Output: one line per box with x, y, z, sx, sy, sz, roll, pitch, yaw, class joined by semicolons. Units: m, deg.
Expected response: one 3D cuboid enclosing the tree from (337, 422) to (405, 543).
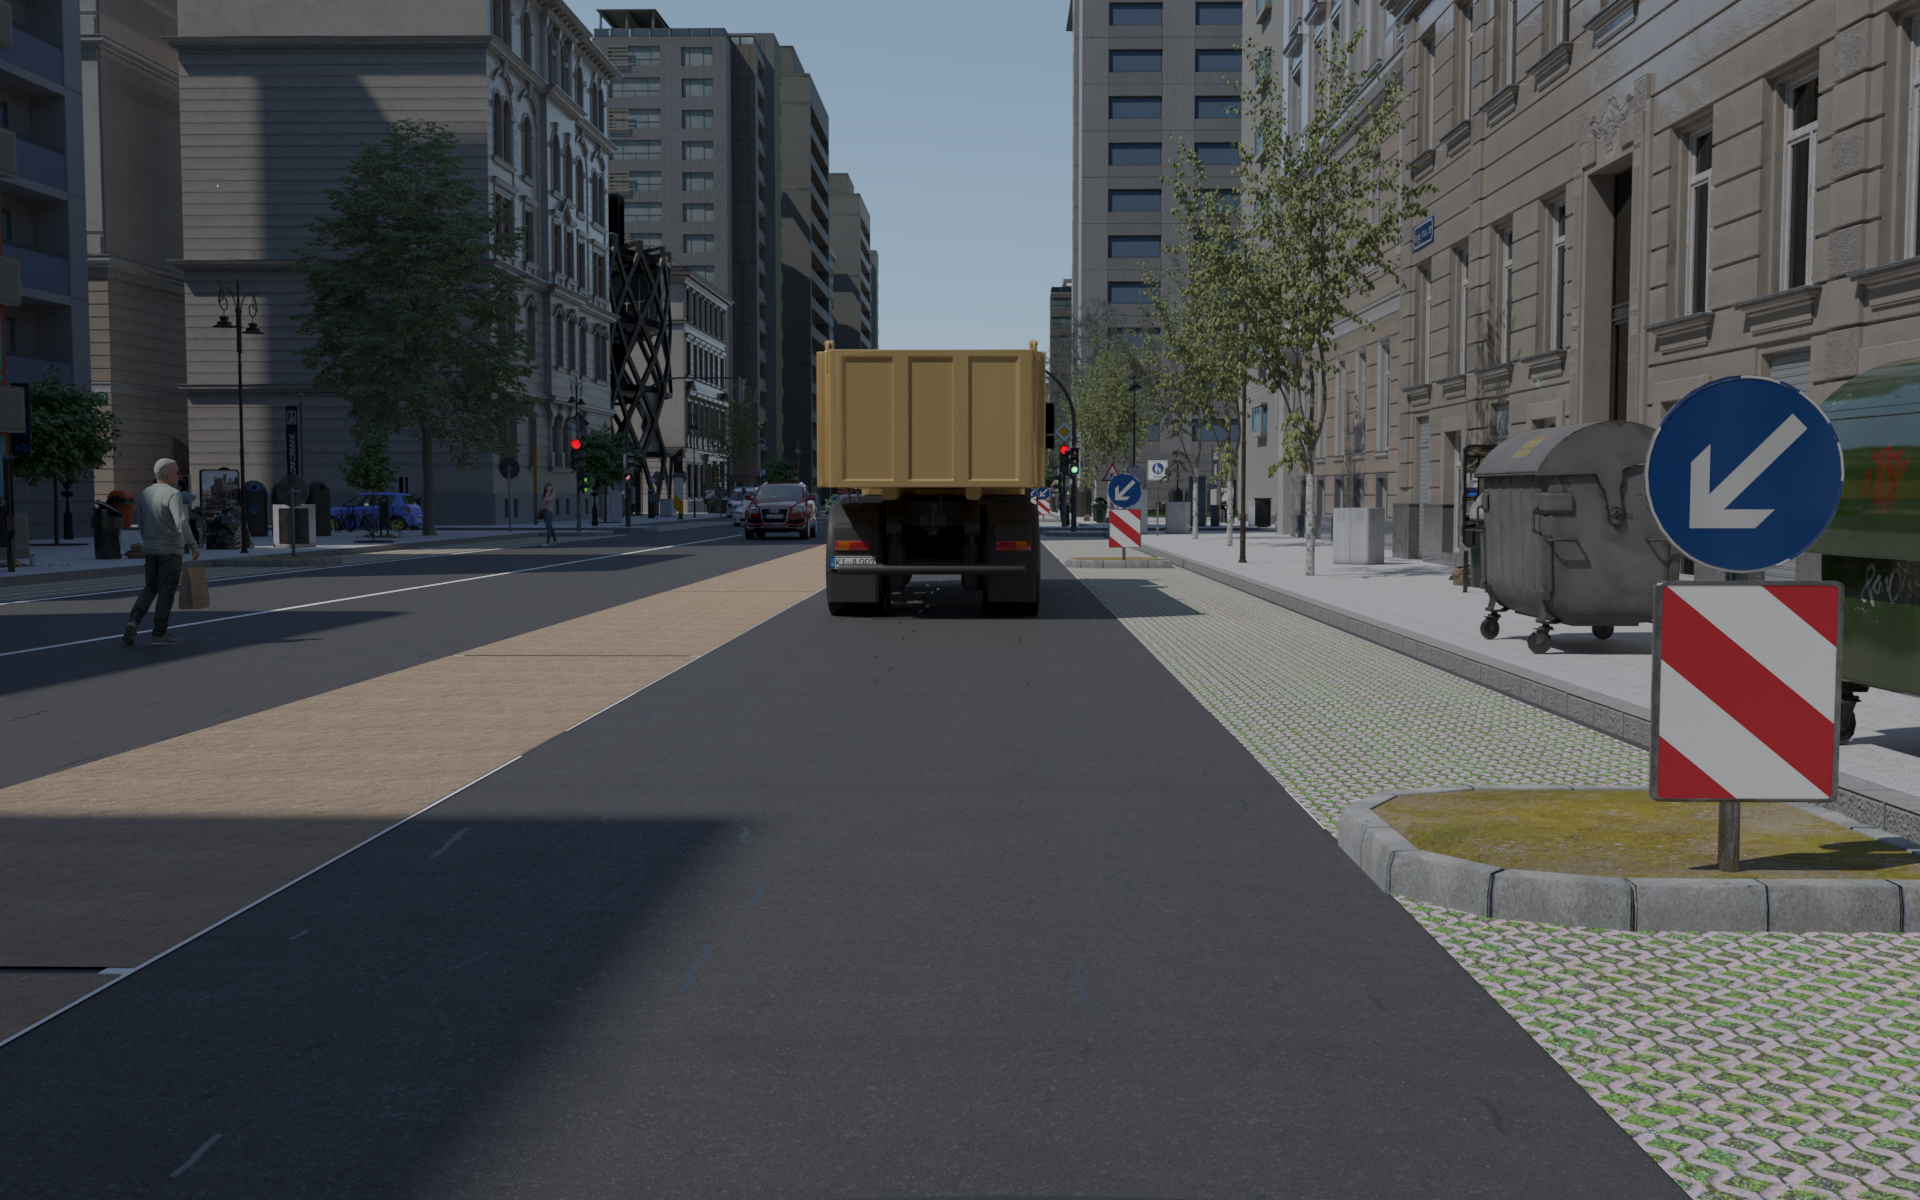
-15.466;-3.139;45.923;1.663;3.219;1.824;0;3;0;tree

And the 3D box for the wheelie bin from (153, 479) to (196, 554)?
-16.777;-1.771;36.864;0.980;1.594;0.693;-1;4;-11;wheelie bin

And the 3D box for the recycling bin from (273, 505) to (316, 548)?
-15.995;-1.778;41.622;0.722;1.027;0.722;3;4;36;recycling bin

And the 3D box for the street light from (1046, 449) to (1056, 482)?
7.543;-10.314;141.423;0.468;5.910;1.993;0;4;1;street light

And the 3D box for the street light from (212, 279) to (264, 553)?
-15.538;-3.954;37.432;0.468;5.910;1.993;0;4;1;street light

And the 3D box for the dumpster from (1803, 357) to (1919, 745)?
4.974;-0.337;8.005;1.502;2.255;1.985;0;4;1;dumpster

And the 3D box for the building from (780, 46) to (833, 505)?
-26.083;-34.765;192.107;21.300;48.544;21.600;0;4;1;building

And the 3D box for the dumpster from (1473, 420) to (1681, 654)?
5.168;-0.535;14.507;1.264;1.857;1.865;0;4;1;dumpster

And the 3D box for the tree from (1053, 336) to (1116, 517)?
6.666;-7.810;78.053;4.737;8.622;4.395;0;3;0;tree

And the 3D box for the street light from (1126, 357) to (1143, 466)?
5.894;-5.248;58.598;0.468;5.910;1.993;0;4;1;street light

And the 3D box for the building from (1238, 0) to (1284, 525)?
23.775;-27.743;77.305;21.600;48.544;21.300;0;4;1;building

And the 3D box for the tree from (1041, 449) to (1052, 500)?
7.560;-8.773;93.794;4.737;8.622;4.395;0;3;0;tree

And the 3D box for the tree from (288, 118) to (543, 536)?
-16.855;-8.258;53.154;7.486;12.596;7.792;0;3;0;tree

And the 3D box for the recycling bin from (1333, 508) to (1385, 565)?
7.303;-1.172;31.710;0.722;1.027;0.722;3;4;38;recycling bin

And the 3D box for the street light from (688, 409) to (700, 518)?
-14.510;-7.448;94.562;0.468;5.910;1.993;0;4;1;street light

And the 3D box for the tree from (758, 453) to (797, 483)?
-14.639;-9.523;139.412;4.285;4.588;4.351;0;3;0;tree

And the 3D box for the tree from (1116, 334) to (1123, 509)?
6.396;-5.625;42.326;4.737;8.622;4.395;0;3;0;tree

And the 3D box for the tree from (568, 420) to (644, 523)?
-15.732;-5.694;76.815;4.285;4.588;4.351;0;3;0;tree

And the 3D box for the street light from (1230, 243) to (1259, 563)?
5.278;-3.632;32.166;0.468;5.910;1.993;0;4;1;street light

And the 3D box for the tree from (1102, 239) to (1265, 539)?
6.456;-6.033;49.004;4.360;8.622;3.978;0;3;0;tree

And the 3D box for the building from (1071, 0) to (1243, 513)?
18.738;-35.768;126.813;21.231;58.520;28.212;0;4;1;building

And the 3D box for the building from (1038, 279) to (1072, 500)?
29.081;-36.522;289.007;32.217;40.220;23.993;0;4;1;building

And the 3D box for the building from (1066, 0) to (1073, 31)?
25.157;-35.450;168.841;28.713;52.752;27.495;0;4;1;building

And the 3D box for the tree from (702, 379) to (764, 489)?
-14.479;-9.816;110.848;4.737;8.622;4.395;0;3;0;tree

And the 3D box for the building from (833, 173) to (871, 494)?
-24.998;-39.164;264.026;21.300;48.544;21.600;0;4;1;building

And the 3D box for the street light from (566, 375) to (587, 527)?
-14.937;-5.798;67.585;0.468;5.910;1.993;0;4;1;street light

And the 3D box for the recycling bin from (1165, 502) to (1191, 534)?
7.042;-2.654;55.947;0.722;1.027;0.722;1;4;15;recycling bin

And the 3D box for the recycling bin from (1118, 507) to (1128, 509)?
10.700;-6.076;111.901;0.722;1.027;0.722;-1;4;-21;recycling bin

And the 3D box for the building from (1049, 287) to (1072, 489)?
19.408;-28.703;241.002;14.160;30.474;14.107;0;4;1;building

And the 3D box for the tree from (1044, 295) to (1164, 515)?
8.010;-11.985;106.323;12.009;13.543;11.850;0;3;0;tree

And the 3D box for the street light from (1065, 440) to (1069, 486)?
6.972;-8.697;114.990;0.468;5.910;1.993;0;4;1;street light

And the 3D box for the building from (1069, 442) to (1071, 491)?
24.467;-54.126;197.629;22.319;86.520;31.000;0;4;1;building

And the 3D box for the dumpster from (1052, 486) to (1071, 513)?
7.033;-6.807;117.046;1.264;1.857;1.865;0;4;1;dumpster

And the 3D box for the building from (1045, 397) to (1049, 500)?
26.968;-25.539;262.594;27.650;21.520;28.899;0;4;1;building

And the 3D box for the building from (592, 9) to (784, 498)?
-23.118;-28.482;149.276;14.154;41.232;14.086;0;4;1;building

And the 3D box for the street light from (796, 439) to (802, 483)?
-13.436;-10.480;144.127;0.468;5.910;1.993;0;4;1;street light

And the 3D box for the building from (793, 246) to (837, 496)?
-30.459;-33.620;241.565;32.217;40.220;23.993;0;4;1;building

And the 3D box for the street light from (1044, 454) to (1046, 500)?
8.026;-11.725;164.488;0.468;5.910;1.993;0;4;1;street light

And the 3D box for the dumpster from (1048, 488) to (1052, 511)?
7.288;-7.667;131.107;1.264;1.857;1.865;0;4;1;dumpster

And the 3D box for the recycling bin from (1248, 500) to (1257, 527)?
11.888;-3.433;68.680;0.722;1.027;0.722;2;4;32;recycling bin

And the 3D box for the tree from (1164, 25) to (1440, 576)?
5.257;-4.686;26.977;4.737;8.622;4.395;0;3;0;tree

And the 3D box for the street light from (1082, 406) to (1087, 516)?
6.428;-7.081;88.556;0.468;5.910;1.993;0;4;1;street light

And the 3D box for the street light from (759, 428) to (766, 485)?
-13.848;-9.065;120.993;0.468;5.910;1.993;0;4;1;street light

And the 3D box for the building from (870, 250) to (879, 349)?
-20.693;-36.624;282.388;14.154;41.232;14.086;0;4;1;building

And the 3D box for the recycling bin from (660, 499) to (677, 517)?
-16.162;-5.100;95.939;0.722;1.027;0.722;1;4;14;recycling bin
